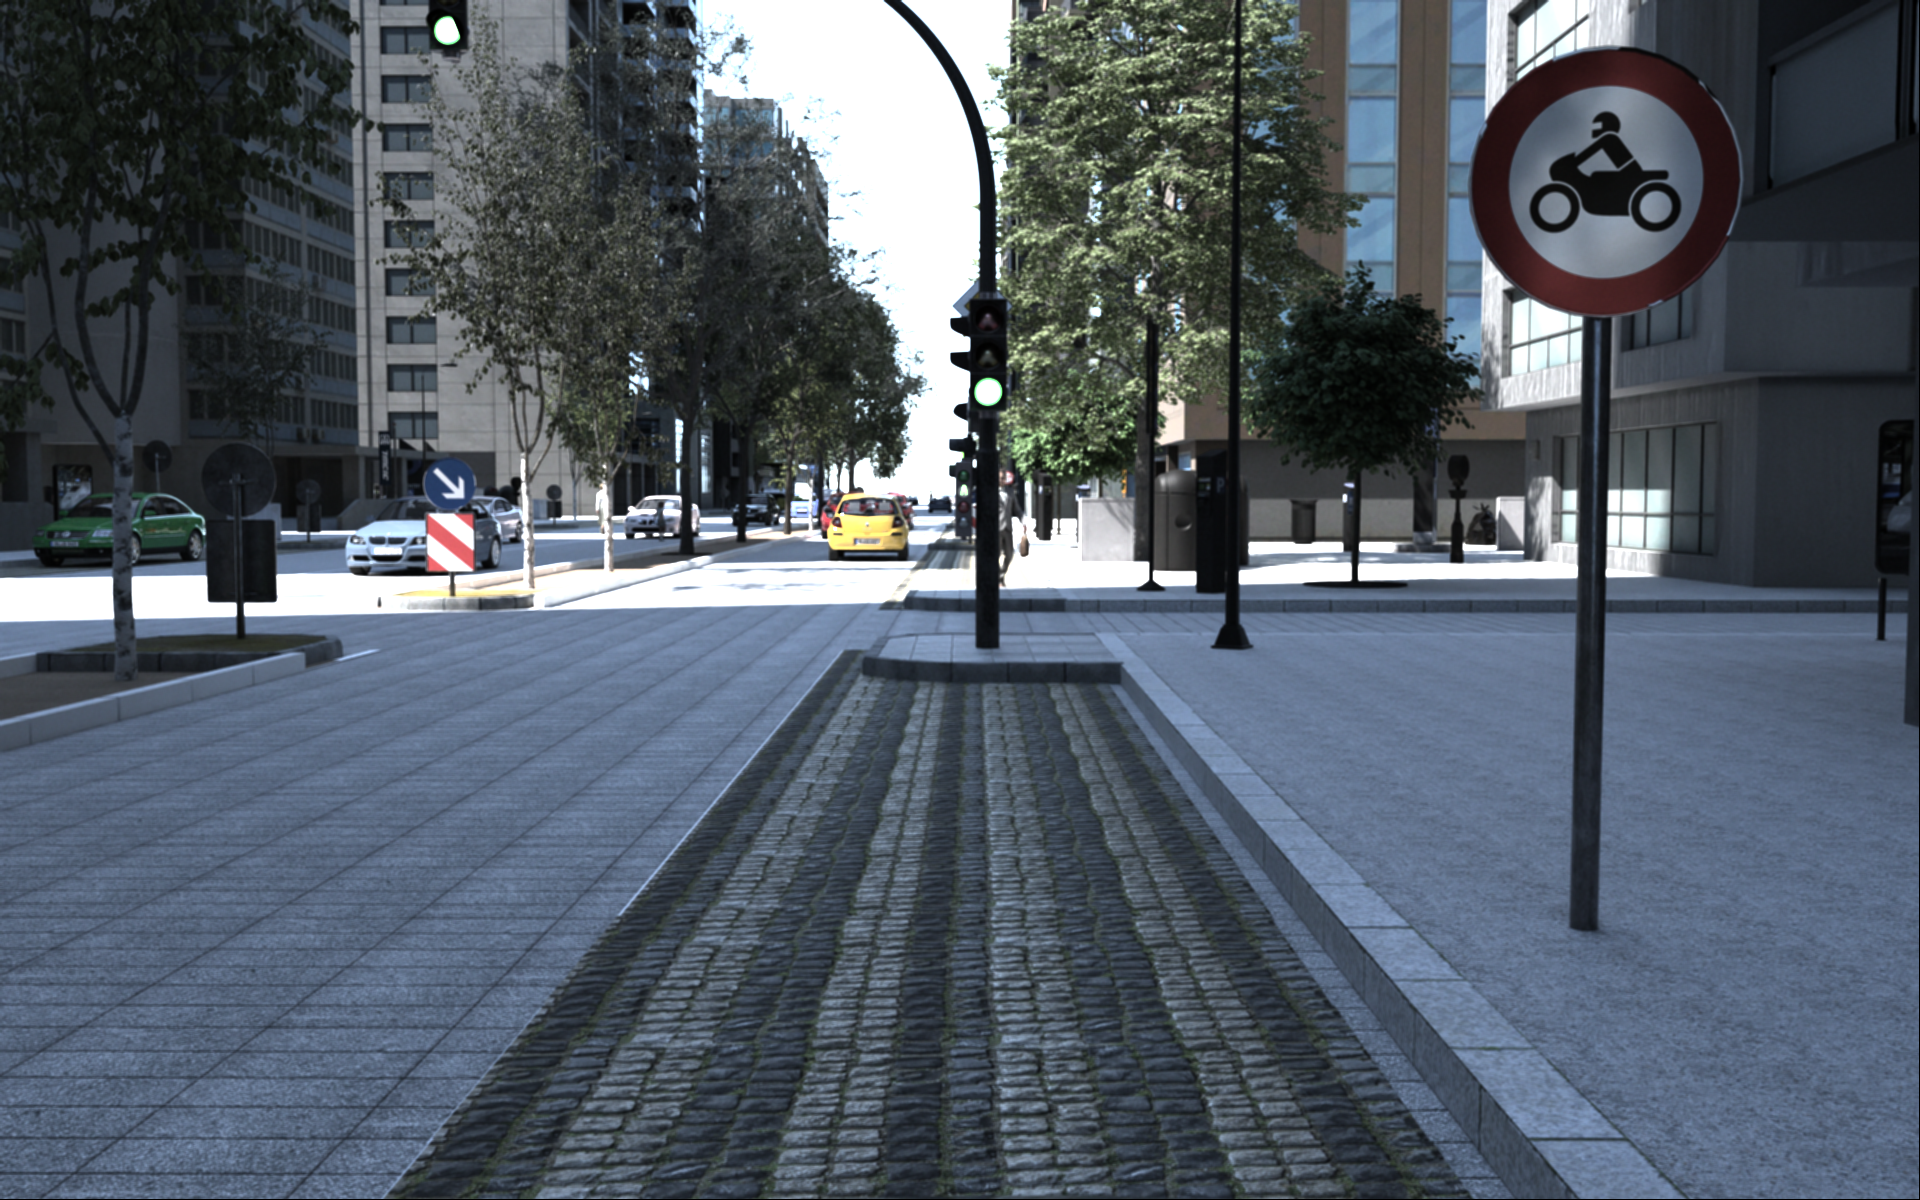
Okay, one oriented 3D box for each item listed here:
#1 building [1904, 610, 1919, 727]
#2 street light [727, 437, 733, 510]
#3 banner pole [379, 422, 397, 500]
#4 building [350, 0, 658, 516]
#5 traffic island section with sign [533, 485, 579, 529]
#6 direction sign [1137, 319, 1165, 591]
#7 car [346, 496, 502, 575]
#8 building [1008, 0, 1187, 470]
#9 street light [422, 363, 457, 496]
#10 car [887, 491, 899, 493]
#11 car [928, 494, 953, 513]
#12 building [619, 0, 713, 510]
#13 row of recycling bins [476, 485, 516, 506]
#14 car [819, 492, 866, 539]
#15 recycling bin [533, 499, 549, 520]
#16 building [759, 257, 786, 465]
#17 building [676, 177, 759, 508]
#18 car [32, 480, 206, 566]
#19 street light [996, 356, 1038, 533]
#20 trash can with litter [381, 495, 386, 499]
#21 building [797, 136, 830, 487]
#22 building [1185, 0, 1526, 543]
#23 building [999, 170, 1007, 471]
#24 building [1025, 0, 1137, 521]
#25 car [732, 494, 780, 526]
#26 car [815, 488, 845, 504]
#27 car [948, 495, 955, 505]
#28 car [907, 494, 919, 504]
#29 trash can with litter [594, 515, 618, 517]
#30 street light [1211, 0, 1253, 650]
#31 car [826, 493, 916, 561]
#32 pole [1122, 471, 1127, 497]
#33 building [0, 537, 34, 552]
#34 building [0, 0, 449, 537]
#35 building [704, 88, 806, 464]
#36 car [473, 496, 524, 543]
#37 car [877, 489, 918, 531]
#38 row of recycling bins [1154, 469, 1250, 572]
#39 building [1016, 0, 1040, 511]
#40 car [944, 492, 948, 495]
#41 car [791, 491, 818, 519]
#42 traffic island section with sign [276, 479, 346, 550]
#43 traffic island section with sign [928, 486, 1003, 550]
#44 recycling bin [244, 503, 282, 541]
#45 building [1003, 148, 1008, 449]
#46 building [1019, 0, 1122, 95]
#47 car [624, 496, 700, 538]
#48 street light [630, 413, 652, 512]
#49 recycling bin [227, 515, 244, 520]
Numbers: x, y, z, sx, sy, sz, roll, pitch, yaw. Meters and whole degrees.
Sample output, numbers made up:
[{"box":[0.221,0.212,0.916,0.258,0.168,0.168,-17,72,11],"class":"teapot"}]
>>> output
[{"box":[10.570,-19.684,5.432,14.154,41.232,14.086,0,4,0],"class":"building"},{"box":[-17.909,-10.120,138.005,1.470,5.913,1.316,0,4,0],"class":"street light"},{"box":[-19.936,-4.312,60.523,0.863,3.779,0.401,1,4,14],"class":"banner pole"},{"box":[-30.092,-40.922,107.331,20.563,71.187,20.611,0,4,0],"class":"building"},{"box":[-17.008,-3.894,72.296,1.989,1.847,2.006,0,4,0],"class":"traffic island section with sign"},{"box":[2.544,-1.894,22.961,0.379,3.537,0.876,1,4,14],"class":"direction sign"},{"box":[-9.822,-1.227,32.069,2.014,1.417,4.499,0,4,2],"class":"car"},{"box":[11.215,-30.601,150.443,14.600,45.320,14.200,0,4,0],"class":"building"},{"box":[-18.542,-5.450,61.656,1.470,5.913,1.316,0,4,0],"class":"street light"},{"box":[-8.537,-13.006,221.326,2.281,1.827,5.304,0,4,-1],"class":"car"},{"box":[-1.515,-7.412,133.194,2.014,1.417,4.499,0,4,1],"class":"car"},{"box":[-30.779,-50.164,132.851,22.319,86.520,31.000,0,4,0],"class":"building"},{"box":[-22.828,-4.621,82.667,3.534,1.692,1.069,-3,5,-44],"class":"row of recycling bins"},{"box":[-3.532,-2.893,56.338,2.155,1.783,4.494,0,4,-1],"class":"car"},{"box":[-21.250,-4.588,87.567,0.722,1.027,0.722,3,4,36],"class":"recycling bin"},{"box":[-26.692,-25.537,189.232,14.160,30.474,14.107,0,4,0],"class":"building"},{"box":[-26.552,-23.568,157.039,14.160,30.474,14.107,0,4,0],"class":"building"},{"box":[-17.173,-1.635,35.536,1.959,1.807,4.718,0,4,0],"class":"car"},{"box":[2.020,-5.200,57.557,1.470,5.913,1.316,0,4,0],"class":"street light"},{"box":[-30.219,-4.914,91.395,1.678,1.210,2.233,0,4,-3],"class":"trash can with litter"},{"box":[-29.433,-37.566,237.897,21.300,48.544,21.600,0,4,0],"class":"building"},{"box":[12.789,-24.510,50.848,14.600,45.320,14.200,0,4,0],"class":"building"},{"box":[16.429,-38.040,245.661,21.300,48.544,21.600,0,4,0],"class":"building"},{"box":[14.723,-46.939,80.118,22.319,86.520,31.000,0,4,0],"class":"building"},{"box":[-9.269,-4.214,78.688,2.009,1.686,4.222,0,4,2],"class":"car"},{"box":[-8.322,-6.335,112.256,2.281,1.827,5.304,0,3,0],"class":"car"},{"box":[-1.107,-11.196,195.411,2.083,1.381,4.827,0,4,-1],"class":"car"},{"box":[-6.876,-14.873,252.965,2.009,1.686,4.222,0,4,1],"class":"car"},{"box":[-19.946,-5.247,96.847,1.678,1.210,2.233,1,4,11],"class":"trash can with litter"},{"box":[1.731,-2.554,14.292,1.470,5.913,1.316,0,4,0],"class":"street light"},{"box":[-1.986,-1.718,38.313,2.015,1.641,3.980,0,4,-1],"class":"car"},{"box":[6.222,-4.384,65.514,0.158,3.312,0.155,0,3,0],"class":"pole"},{"box":[-37.345,-20.940,34.250,32.217,40.220,23.993,0,4,0],"class":"building"},{"box":[-37.565,-22.893,66.186,32.217,40.220,23.993,0,4,0],"class":"building"},{"box":[-30.609,-36.210,211.639,23.786,49.044,30.456,0,4,0],"class":"building"},{"box":[-13.886,-2.275,49.565,2.083,1.381,4.827,0,4,2],"class":"car"},{"box":[-2.792,-3.692,69.396,2.155,1.783,4.494,0,4,0],"class":"car"},{"box":[4.178,-1.406,30.097,1.069,1.692,3.534,2,4,26],"class":"row of recycling bins"},{"box":[11.403,-27.667,135.945,14.154,41.232,14.086,0,4,0],"class":"building"},{"box":[-1.768,-14.851,252.407,1.945,1.707,3.694,0,4,2],"class":"car"},{"box":[-9.067,-5.596,101.084,1.945,1.707,3.694,0,3,0],"class":"car"},{"box":[-17.242,-2.246,45.342,1.989,1.847,2.006,0,4,0],"class":"traffic island section with sign"},{"box":[0.170,-2.208,44.735,1.989,1.847,2.006,0,4,0],"class":"traffic island section with sign"},{"box":[-19.144,-2.148,47.674,0.722,1.027,0.722,-3,4,-36],"class":"recycling bin"},{"box":[16.335,-33.737,206.228,22.147,44.769,28.867,0,4,0],"class":"building"},{"box":[15.120,-28.115,114.299,22.147,44.769,28.867,0,4,0],"class":"building"},{"box":[-9.850,-2.762,57.522,2.083,1.381,4.827,0,4,2],"class":"car"},{"box":[-18.261,-7.735,99.010,1.470,5.913,1.316,0,4,0],"class":"street light"},{"box":[-22.647,-2.576,54.679,0.722,1.027,0.722,0,3,0],"class":"recycling bin"}]
